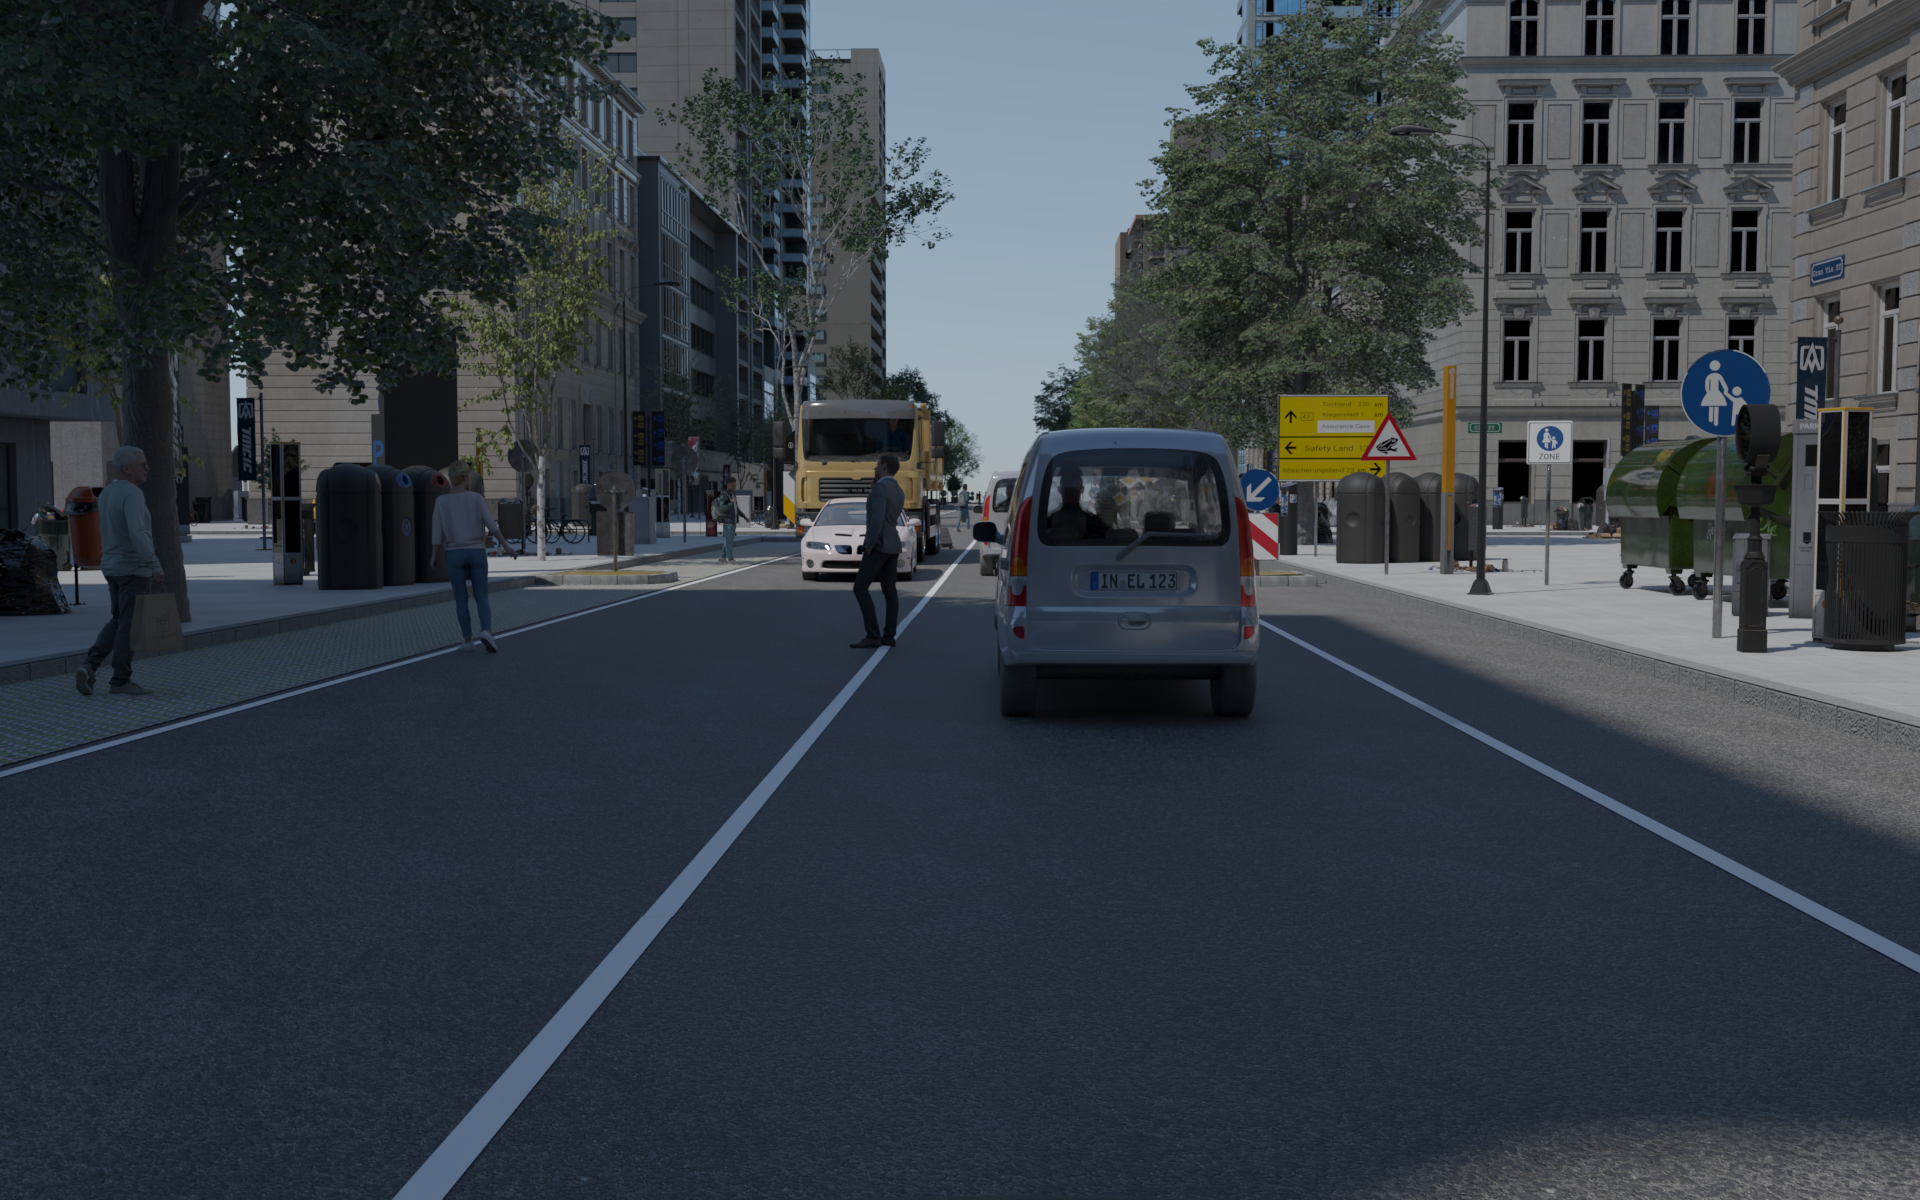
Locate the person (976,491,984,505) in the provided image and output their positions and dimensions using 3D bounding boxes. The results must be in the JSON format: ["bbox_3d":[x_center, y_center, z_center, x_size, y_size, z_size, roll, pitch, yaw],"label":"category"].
[{"bbox_3d":[2.319,-11.906,203.180,1.348,1.822,0.705,-3,5,-43],"label":"person"}]

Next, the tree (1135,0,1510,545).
[{"bbox_3d":[8.610,-8.363,43.390,9.857,13.997,8.962,0,3,0],"label":"tree"}]

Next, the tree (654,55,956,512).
[{"bbox_3d":[-5.613,-13.275,72.938,12.611,20.169,13.585,0,3,0],"label":"tree"}]

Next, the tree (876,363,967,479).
[{"bbox_3d":[-4.626,-14.394,152.343,9.611,12.733,9.660,0,3,0],"label":"tree"}]

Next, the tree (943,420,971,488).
[{"bbox_3d":[-2.237,-18.780,232.815,9.928,11.665,9.643,0,3,0],"label":"tree"}]

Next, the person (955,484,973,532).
[{"bbox_3d":[0.147,-3.458,65.031,0.713,1.824,0.794,-1,4,-19],"label":"person"}]

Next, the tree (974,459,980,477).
[{"bbox_3d":[-0.282,-21.933,293.018,8.767,10.594,7.601,1,4,19],"label":"tree"}]

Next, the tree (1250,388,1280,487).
[{"bbox_3d":[17.521,-8.893,95.764,4.360,8.622,3.978,0,3,0],"label":"tree"}]

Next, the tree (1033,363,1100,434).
[{"bbox_3d":[11.632,-15.979,167.911,9.857,13.997,8.962,0,3,0],"label":"tree"}]

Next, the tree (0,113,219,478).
[{"bbox_3d":[-15.517,-4.991,31.959,4.737,8.622,4.395,0,3,0],"label":"tree"}]

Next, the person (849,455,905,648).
[{"bbox_3d":[-0.767,-0.462,16.239,0.473,1.802,0.592,3,4,38],"label":"person"}]

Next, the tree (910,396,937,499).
[{"bbox_3d":[-4.260,-10.856,127.865,4.360,8.622,3.978,0,3,0],"label":"tree"}]

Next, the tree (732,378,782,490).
[{"bbox_3d":[-13.394,-9.497,105.632,4.360,8.622,3.978,0,3,0],"label":"tree"}]

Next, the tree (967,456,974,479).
[{"bbox_3d":[-3.923,-14.622,173.479,7.601,10.594,8.767,-1,4,-19],"label":"tree"}]

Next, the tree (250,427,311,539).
[{"bbox_3d":[-19.814,-3.384,49.925,1.663,3.219,1.824,0,3,0],"label":"tree"}]

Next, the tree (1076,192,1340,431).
[{"bbox_3d":[9.550,-9.583,67.053,12.009,13.543,11.850,0,3,0],"label":"tree"}]

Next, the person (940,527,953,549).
[{"bbox_3d":[-0.880,-2.253,45.558,0.699,1.804,1.509,-2,4,-35],"label":"person"}]

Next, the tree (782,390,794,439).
[{"bbox_3d":[-11.407,-9.870,111.733,4.360,8.622,3.978,0,3,0],"label":"tree"}]

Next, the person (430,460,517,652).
[{"bbox_3d":[-4.381,-0.400,15.712,0.731,1.740,0.598,-2,4,-31],"label":"person"}]

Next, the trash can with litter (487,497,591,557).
[{"bbox_3d":[-8.996,-1.542,36.271,2.233,1.210,1.678,-3,4,-37],"label":"trash can with litter"}]

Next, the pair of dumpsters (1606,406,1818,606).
[{"bbox_3d":[9.469,-1.151,21.311,1.574,2.255,4.437,0,4,2],"label":"pair of dumpsters"}]

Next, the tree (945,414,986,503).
[{"bbox_3d":[-1.185,-21.601,263.539,12.009,13.543,11.850,0,3,0],"label":"tree"}]

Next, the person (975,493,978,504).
[{"bbox_3d":[2.358,-14.624,249.073,0.593,1.643,0.415,1,4,14],"label":"person"}]

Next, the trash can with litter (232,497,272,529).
[{"bbox_3d":[-25.713,-3.244,64.097,2.233,1.210,1.678,-1,4,-11],"label":"trash can with litter"}]

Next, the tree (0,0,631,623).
[{"bbox_3d":[-7.938,-6.743,16.911,9.857,13.997,8.962,0,3,0],"label":"tree"}]

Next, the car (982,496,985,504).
[{"bbox_3d":[4.124,-14.015,241.510,2.083,1.381,4.827,0,4,1],"label":"car"}]

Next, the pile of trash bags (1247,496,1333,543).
[{"bbox_3d":[9.601,-2.212,45.923,3.447,1.369,1.912,2,4,26],"label":"pile of trash bags"}]

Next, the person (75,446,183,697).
[{"bbox_3d":[-5.821,-0.190,12.098,0.782,1.767,0.515,3,5,40],"label":"person"}]

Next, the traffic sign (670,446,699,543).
[{"bbox_3d":[-7.290,-2.795,45.800,0.768,2.556,0.104,1,4,9],"label":"traffic sign"}]

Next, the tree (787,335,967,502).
[{"bbox_3d":[-5.558,-10.200,101.183,8.767,10.594,7.601,-3,5,-43],"label":"tree"}]

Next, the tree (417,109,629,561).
[{"bbox_3d":[-8.215,-5.067,33.205,4.737,8.622,4.395,0,3,0],"label":"tree"}]

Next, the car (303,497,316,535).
[{"bbox_3d":[-19.736,-2.885,57.397,3.980,1.641,2.015,0,4,3],"label":"car"}]

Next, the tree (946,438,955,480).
[{"bbox_3d":[-2.517,-15.559,204.746,4.360,8.622,3.978,0,3,0],"label":"tree"}]

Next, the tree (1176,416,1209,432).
[{"bbox_3d":[16.559,-11.016,130.480,4.737,8.622,4.395,0,3,0],"label":"tree"}]

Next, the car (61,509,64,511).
[{"bbox_3d":[-27.824,-2.937,57.056,4.494,1.783,2.155,0,4,3],"label":"car"}]

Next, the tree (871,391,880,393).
[{"bbox_3d":[-5.562,-10.274,118.347,4.737,8.622,4.395,0,3,0],"label":"tree"}]

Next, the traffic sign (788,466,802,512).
[{"bbox_3d":[-4.839,-3.001,52.714,0.795,2.450,0.064,0,4,2],"label":"traffic sign"}]

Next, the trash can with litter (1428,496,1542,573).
[{"bbox_3d":[8.697,-1.115,29.287,1.678,1.210,2.233,0,4,-6],"label":"trash can with litter"}]

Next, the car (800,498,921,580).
[{"bbox_3d":[-1.707,-1.095,30.267,2.083,1.381,4.827,0,4,0],"label":"car"}]

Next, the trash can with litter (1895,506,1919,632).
[{"bbox_3d":[9.097,-0.307,16.400,0.624,1.170,1.055,3,5,42],"label":"trash can with litter"}]

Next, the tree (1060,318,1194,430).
[{"bbox_3d":[9.631,-10.469,96.922,9.928,11.665,9.643,0,3,0],"label":"tree"}]

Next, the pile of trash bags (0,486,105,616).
[{"bbox_3d":[-10.422,-0.541,18.591,1.912,1.369,3.447,1,4,18],"label":"pile of trash bags"}]

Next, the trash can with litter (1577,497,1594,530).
[{"bbox_3d":[22.457,-3.118,62.366,0.624,1.170,1.055,1,4,10],"label":"trash can with litter"}]

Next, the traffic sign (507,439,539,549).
[{"bbox_3d":[-10.158,-2.457,40.284,0.768,2.556,0.104,0,4,6],"label":"traffic sign"}]

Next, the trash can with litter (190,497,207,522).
[{"bbox_3d":[-34.634,-4.100,78.430,1.055,1.170,0.624,2,4,28],"label":"trash can with litter"}]

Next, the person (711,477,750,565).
[{"bbox_3d":[-4.629,-1.588,34.809,0.721,1.781,0.623,0,4,5],"label":"person"}]

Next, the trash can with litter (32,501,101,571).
[{"bbox_3d":[-14.894,-1.076,28.977,1.055,1.170,0.624,-3,4,-38],"label":"trash can with litter"}]

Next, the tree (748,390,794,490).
[{"bbox_3d":[-13.043,-10.488,121.844,4.737,8.622,4.395,0,3,0],"label":"tree"}]

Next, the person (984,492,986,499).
[{"bbox_3d":[2.895,-11.662,199.850,0.721,1.739,1.217,-2,4,-24],"label":"person"}]

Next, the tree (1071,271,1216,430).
[{"bbox_3d":[9.420,-10.413,88.377,7.486,12.596,7.792,0,3,0],"label":"tree"}]

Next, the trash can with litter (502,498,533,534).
[{"bbox_3d":[-13.629,-2.550,53.079,1.055,1.170,0.624,1,4,12],"label":"trash can with litter"}]

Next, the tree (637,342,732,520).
[{"bbox_3d":[-13.524,-8.212,84.627,4.360,8.622,3.978,0,3,0],"label":"tree"}]

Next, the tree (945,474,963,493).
[{"bbox_3d":[-1.068,-17.925,276.789,4.285,4.588,4.351,0,3,0],"label":"tree"}]

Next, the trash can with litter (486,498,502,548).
[{"bbox_3d":[-11.501,-1.812,41.016,0.624,1.170,1.055,2,4,24],"label":"trash can with litter"}]

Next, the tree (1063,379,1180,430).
[{"bbox_3d":[11.119,-11.439,121.435,8.767,10.594,7.601,-2,4,-35],"label":"tree"}]
